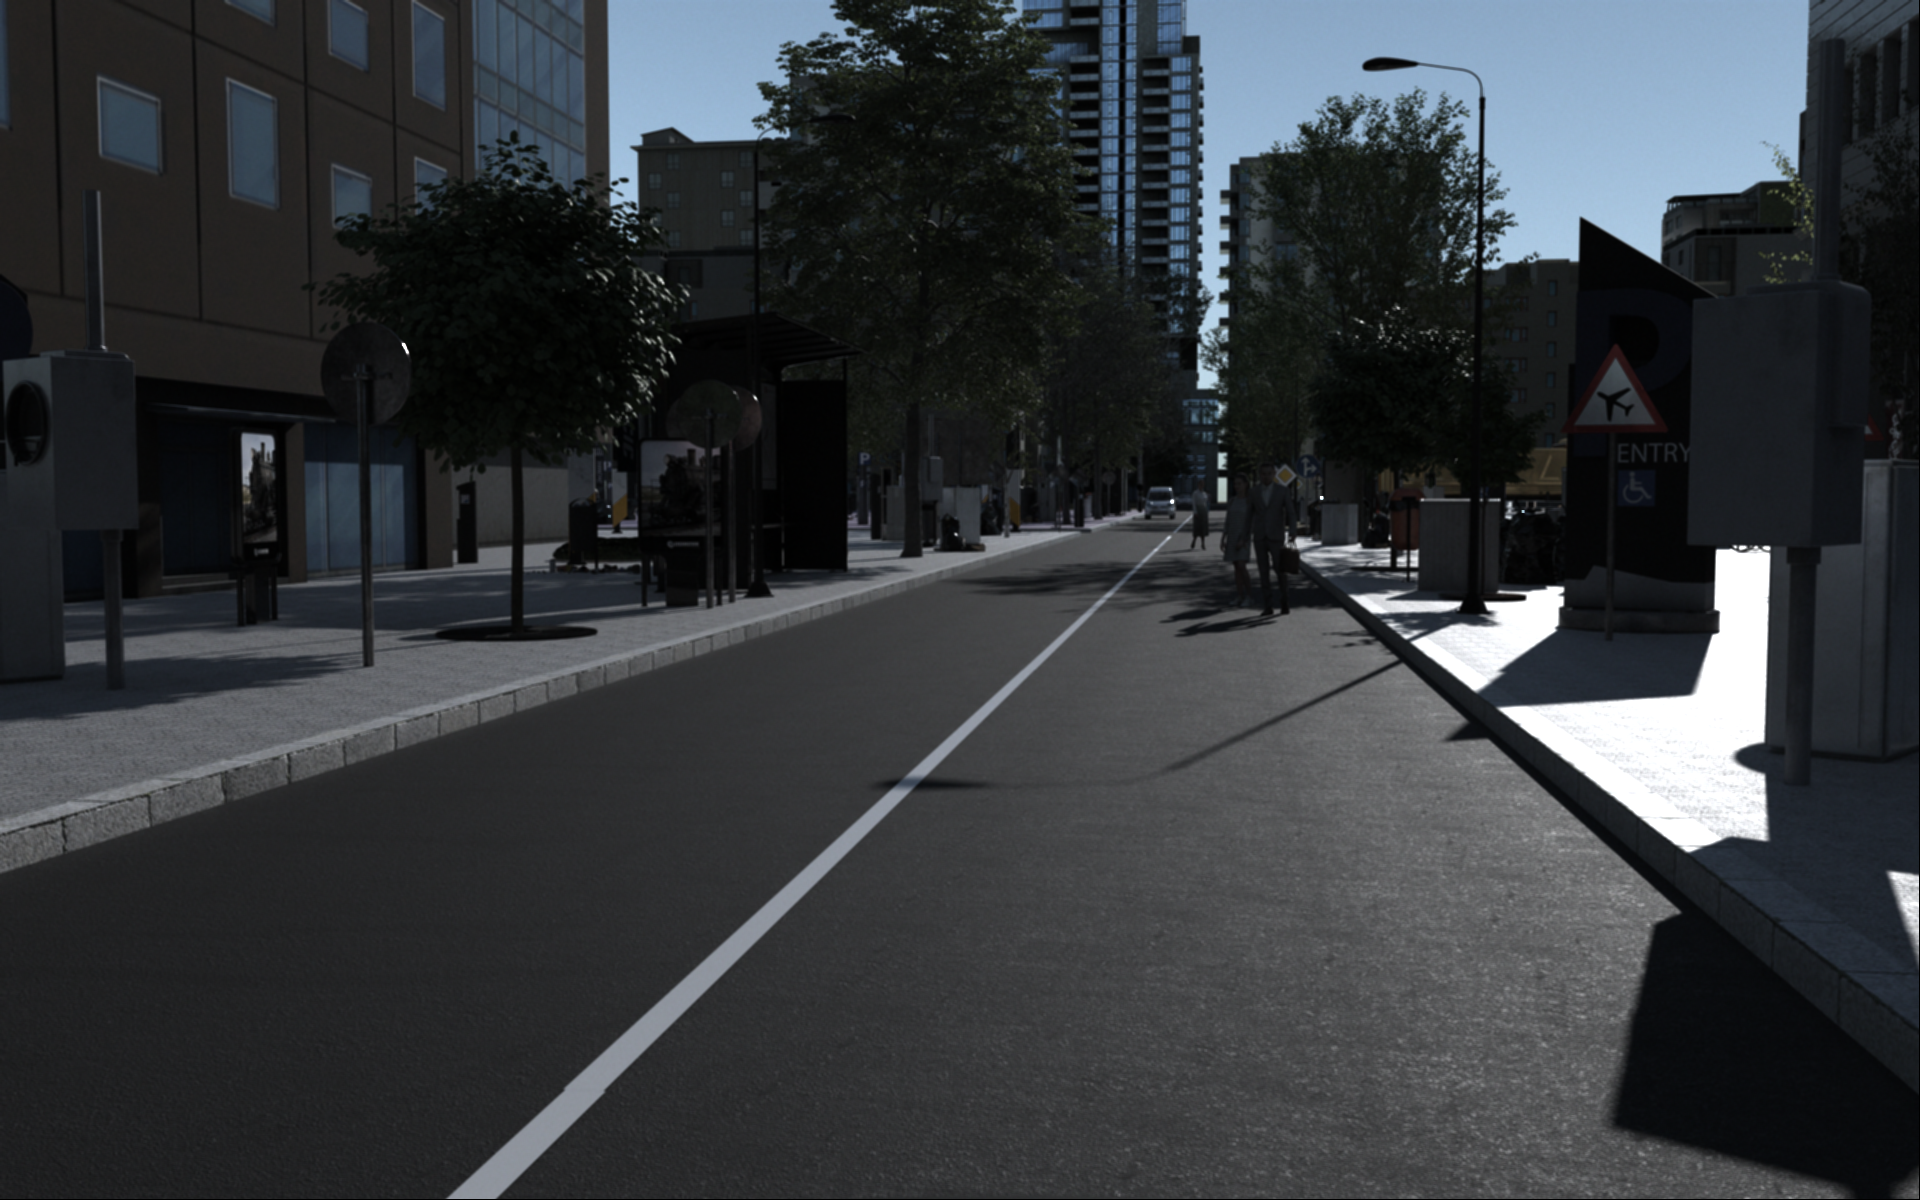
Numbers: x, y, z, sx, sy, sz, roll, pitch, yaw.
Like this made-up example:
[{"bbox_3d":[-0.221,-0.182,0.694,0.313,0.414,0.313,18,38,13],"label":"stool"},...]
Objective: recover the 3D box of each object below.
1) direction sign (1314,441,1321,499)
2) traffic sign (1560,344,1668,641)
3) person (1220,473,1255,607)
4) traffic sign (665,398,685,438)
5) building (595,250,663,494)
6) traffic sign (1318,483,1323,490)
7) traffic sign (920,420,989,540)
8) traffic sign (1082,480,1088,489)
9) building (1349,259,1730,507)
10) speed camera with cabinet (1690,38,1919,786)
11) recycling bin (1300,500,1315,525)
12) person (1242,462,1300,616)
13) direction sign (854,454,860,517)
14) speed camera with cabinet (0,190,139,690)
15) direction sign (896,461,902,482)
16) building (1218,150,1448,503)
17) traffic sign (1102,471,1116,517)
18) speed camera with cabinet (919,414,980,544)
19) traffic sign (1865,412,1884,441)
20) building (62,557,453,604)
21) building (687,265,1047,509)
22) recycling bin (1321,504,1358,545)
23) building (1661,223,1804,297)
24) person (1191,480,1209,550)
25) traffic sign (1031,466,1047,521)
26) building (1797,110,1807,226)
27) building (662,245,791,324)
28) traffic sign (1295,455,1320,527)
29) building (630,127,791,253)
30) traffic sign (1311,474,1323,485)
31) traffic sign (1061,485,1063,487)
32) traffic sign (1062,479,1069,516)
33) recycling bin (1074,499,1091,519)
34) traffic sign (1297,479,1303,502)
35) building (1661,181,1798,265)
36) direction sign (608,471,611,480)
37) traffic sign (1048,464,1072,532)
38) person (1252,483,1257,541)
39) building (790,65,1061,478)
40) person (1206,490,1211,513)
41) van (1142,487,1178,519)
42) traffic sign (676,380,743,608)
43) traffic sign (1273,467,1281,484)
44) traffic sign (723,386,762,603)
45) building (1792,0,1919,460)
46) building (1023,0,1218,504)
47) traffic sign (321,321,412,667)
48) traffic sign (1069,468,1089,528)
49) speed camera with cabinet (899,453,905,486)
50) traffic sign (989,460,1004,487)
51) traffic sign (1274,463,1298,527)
[{"bbox_3d":[15.199,-4.998,73.722,0.379,3.537,0.876,2,4,29],"label":"direction sign"},{"bbox_3d":[5.685,-0.923,15.101,0.884,2.594,0.081,1,4,13],"label":"traffic sign"},{"bbox_3d":[3.596,-0.775,22.174,0.512,1.701,0.522,3,5,44],"label":"person"},{"bbox_3d":[-3.381,-1.340,22.022,0.768,2.556,0.104,1,4,9],"label":"traffic sign"},{"bbox_3d":[-40.070,-26.596,206.546,14.107,30.474,14.160,1,4,8],"label":"building"},{"bbox_3d":[22.103,-6.460,106.812,0.795,2.450,0.064,1,4,14],"label":"traffic sign"},{"bbox_3d":[-0.326,-3.290,47.670,2.265,3.308,0.079,1,4,14],"label":"traffic sign"},{"bbox_3d":[6.651,-5.617,93.967,0.606,2.300,0.079,1,4,15],"label":"traffic sign"},{"bbox_3d":[50.768,-19.073,156.890,27.650,21.520,28.899,1,4,8],"label":"building"},{"bbox_3d":[4.148,-0.853,8.279,0.660,3.252,2.038,3,5,44],"label":"speed camera with cabinet"},{"bbox_3d":[14.765,-3.690,72.883,0.722,1.027,0.722,0,4,-5],"label":"recycling bin"},{"bbox_3d":[3.674,-0.725,20.468,0.709,1.813,0.853,1,4,19],"label":"person"},{"bbox_3d":[-5.709,-6.385,96.399,0.379,3.537,0.876,-1,4,-22],"label":"direction sign"},{"bbox_3d":[-6.321,-1.059,11.654,2.038,3.252,0.660,3,4,37],"label":"speed camera with cabinet"},{"bbox_3d":[-3.917,-7.725,118.302,0.876,3.537,0.379,0,4,-7],"label":"direction sign"},{"bbox_3d":[51.510,-38.034,241.458,30.456,49.044,23.786,1,4,8],"label":"building"},{"bbox_3d":[8.259,-5.876,96.171,0.768,2.556,0.104,1,4,13],"label":"traffic sign"},{"bbox_3d":[-0.372,-3.019,43.700,0.660,3.252,2.038,3,5,44],"label":"speed camera with cabinet"},{"bbox_3d":[8.844,-1.072,17.536,0.884,2.594,0.081,1,4,16],"label":"traffic sign"},{"bbox_3d":[-16.323,-22.822,23.250,14.600,45.320,14.200,1,4,8],"label":"building"},{"bbox_3d":[-7.196,-19.158,158.264,27.650,21.520,28.899,1,4,8],"label":"building"},{"bbox_3d":[9.659,-1.927,44.056,0.722,1.027,0.722,2,4,34],"label":"recycling bin"},{"bbox_3d":[85.137,-25.512,188.825,14.107,30.474,14.160,1,4,8],"label":"building"},{"bbox_3d":[6.156,-2.198,44.658,0.478,1.798,0.641,-1,4,-16],"label":"person"},{"bbox_3d":[3.607,-4.842,79.279,0.768,2.556,0.104,1,4,15],"label":"traffic sign"},{"bbox_3d":[98.987,-32.721,185.099,14.200,45.320,14.600,1,4,8],"label":"building"},{"bbox_3d":[-25.896,-26.541,205.650,14.107,30.474,14.160,1,4,8],"label":"building"},{"bbox_3d":[11.213,-3.415,55.937,0.768,2.556,0.104,1,4,12],"label":"traffic sign"},{"bbox_3d":[-30.470,-40.771,255.840,27.495,52.752,28.713,1,4,8],"label":"building"},{"bbox_3d":[20.793,-6.161,100.832,0.768,2.556,0.104,1,4,9],"label":"traffic sign"},{"bbox_3d":[5.579,-5.805,97.040,0.606,2.300,0.079,1,4,10],"label":"traffic sign"},{"bbox_3d":[6.129,-6.307,103.223,0.768,2.556,0.104,1,4,12],"label":"traffic sign"},{"bbox_3d":[6.402,-4.781,90.725,0.722,1.027,0.722,1,4,22],"label":"recycling bin"},{"bbox_3d":[25.496,-7.926,130.767,0.795,2.450,0.064,1,4,9],"label":"traffic sign"},{"bbox_3d":[101.381,-33.367,229.142,14.086,41.232,14.154,1,4,8],"label":"building"},{"bbox_3d":[-25.635,-8.245,126.804,0.379,3.537,0.876,-1,4,-23],"label":"direction sign"},{"bbox_3d":[3.336,-3.317,57.867,0.795,2.450,0.064,1,4,8],"label":"traffic sign"},{"bbox_3d":[9.039,-2.692,52.850,0.599,1.781,0.374,-2,4,-30],"label":"person"},{"bbox_3d":[-4.193,-35.276,196.370,30.456,49.044,23.786,1,4,8],"label":"building"},{"bbox_3d":[18.509,-7.335,129.269,0.563,1.720,0.643,3,5,43],"label":"person"},{"bbox_3d":[11.461,-5.633,99.103,2.013,2.044,4.112,1,4,9],"label":"van"},{"bbox_3d":[-2.810,-1.179,19.380,0.768,2.556,0.104,1,4,9],"label":"traffic sign"},{"bbox_3d":[11.812,-3.733,64.675,0.795,2.450,0.064,1,4,8],"label":"traffic sign"},{"bbox_3d":[-2.699,-1.243,20.432,0.768,2.556,0.104,1,4,16],"label":"traffic sign"},{"bbox_3d":[24.375,-15.311,27.821,11.434,29.767,29.804,1,4,8],"label":"building"},{"bbox_3d":[21.028,-56.976,244.221,31.000,86.520,22.319,1,4,8],"label":"building"},{"bbox_3d":[-4.403,-0.777,12.818,0.768,2.556,0.104,1,4,16],"label":"traffic sign"},{"bbox_3d":[4.499,-3.800,65.768,0.795,2.450,0.064,1,4,8],"label":"traffic sign"},{"bbox_3d":[-2.381,-5.372,82.172,0.660,3.252,2.038,-1,4,-14],"label":"speed camera with cabinet"},{"bbox_3d":[1.191,-3.511,58.598,0.795,2.450,0.064,1,4,15],"label":"traffic sign"},{"bbox_3d":[10.649,-3.250,56.775,0.795,2.450,0.064,1,4,8],"label":"traffic sign"}]
